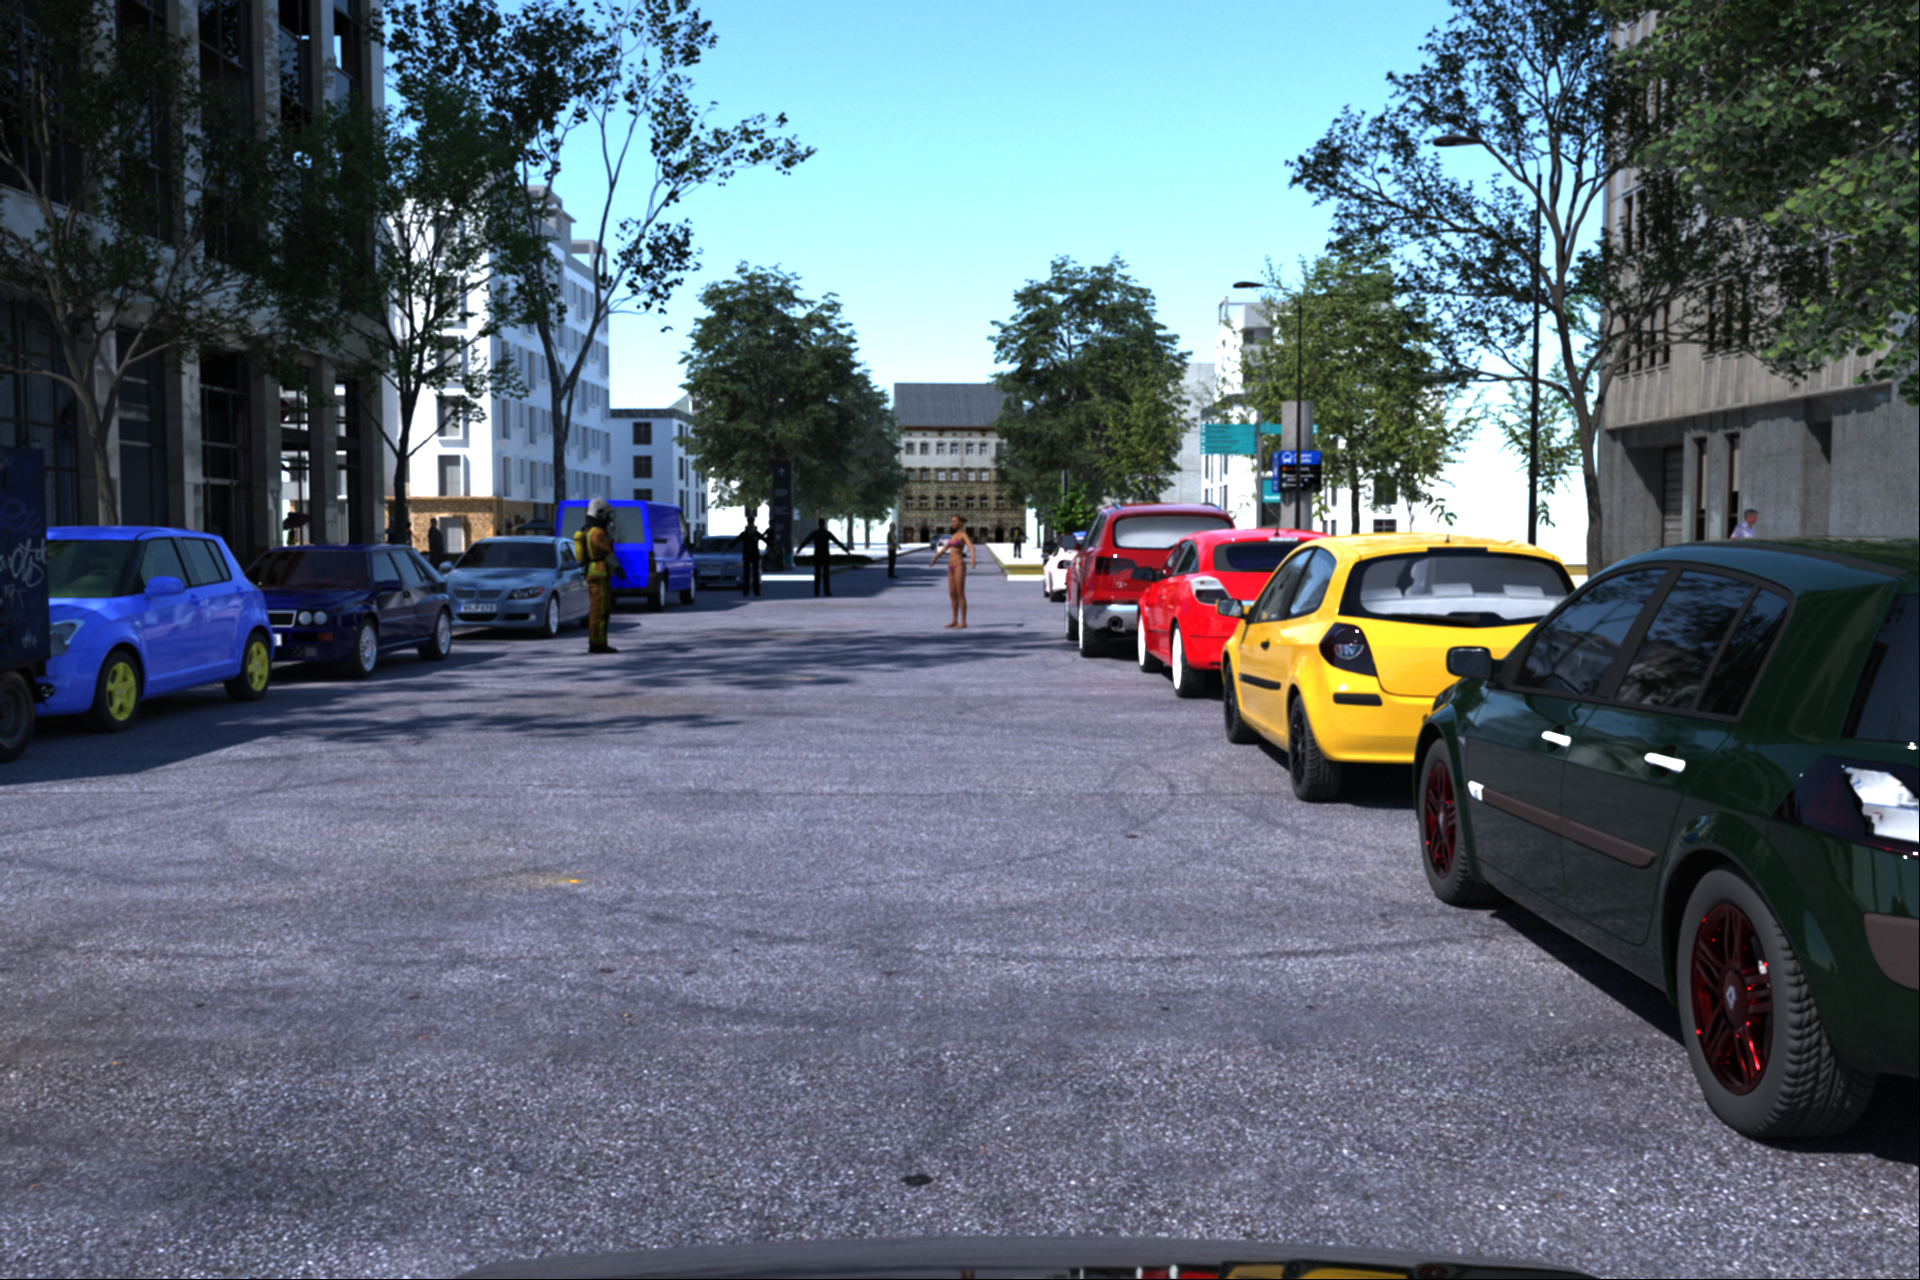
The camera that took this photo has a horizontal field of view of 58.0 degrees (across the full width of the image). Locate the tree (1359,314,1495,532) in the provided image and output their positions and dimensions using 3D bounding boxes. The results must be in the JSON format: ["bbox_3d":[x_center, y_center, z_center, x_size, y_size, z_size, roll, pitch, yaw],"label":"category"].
[{"bbox_3d":[15.169,-6.552,57.480,4.737,8.622,4.395,0,3,0],"label":"tree"}]

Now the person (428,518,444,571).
[{"bbox_3d":[-15.185,-2.670,50.253,0.434,1.755,0.990,0,4,3],"label":"person"}]

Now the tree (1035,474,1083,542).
[{"bbox_3d":[6.669,-10.403,120.444,4.737,8.622,4.395,0,3,0],"label":"tree"}]

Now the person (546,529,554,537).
[{"bbox_3d":[-11.411,-2.357,47.812,0.697,1.427,0.421,0,4,-4],"label":"person"}]

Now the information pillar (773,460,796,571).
[{"bbox_3d":[-6.231,-4.389,61.141,0.750,3.857,0.750,0,4,2],"label":"information pillar"}]

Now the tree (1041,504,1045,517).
[{"bbox_3d":[13.324,-17.987,244.443,4.737,8.622,4.395,0,3,0],"label":"tree"}]

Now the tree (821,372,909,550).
[{"bbox_3d":[-8.673,-14.085,136.945,9.857,13.997,8.962,0,3,0],"label":"tree"}]

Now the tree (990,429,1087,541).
[{"bbox_3d":[6.782,-12.135,132.815,8.767,10.594,7.601,-2,4,-35],"label":"tree"}]

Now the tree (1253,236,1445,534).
[{"bbox_3d":[14.841,-9.079,66.570,7.486,12.596,7.792,0,3,0],"label":"tree"}]

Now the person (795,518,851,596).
[{"bbox_3d":[-3.190,-1.923,40.122,1.346,1.802,0.704,1,4,10],"label":"person"}]

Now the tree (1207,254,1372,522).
[{"bbox_3d":[8.748,-5.771,44.710,4.737,8.622,4.395,0,3,0],"label":"tree"}]

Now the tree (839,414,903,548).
[{"bbox_3d":[-8.805,-14.817,160.380,7.486,12.596,7.792,0,3,0],"label":"tree"}]

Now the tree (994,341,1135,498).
[{"bbox_3d":[7.282,-12.174,109.408,12.009,13.543,11.850,0,3,0],"label":"tree"}]

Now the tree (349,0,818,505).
[{"bbox_3d":[-11.179,-12.002,52.130,12.611,20.169,13.585,0,3,0],"label":"tree"}]

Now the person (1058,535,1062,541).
[{"bbox_3d":[5.381,-5.131,90.167,0.705,1.796,1.348,-1,4,-15],"label":"person"}]

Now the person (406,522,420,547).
[{"bbox_3d":[-24.489,-4.333,76.987,1.345,1.843,0.704,3,5,40],"label":"person"}]

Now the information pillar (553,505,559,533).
[{"bbox_3d":[-10.242,-2.446,44.482,0.304,2.012,0.304,0,4,1],"label":"information pillar"}]

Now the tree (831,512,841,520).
[{"bbox_3d":[-19.984,-19.135,247.268,7.601,10.594,8.767,0,4,-8],"label":"tree"}]

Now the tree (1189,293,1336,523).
[{"bbox_3d":[9.653,-6.235,52.305,4.360,8.622,3.978,0,3,0],"label":"tree"}]

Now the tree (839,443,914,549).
[{"bbox_3d":[-8.118,-13.257,151.156,8.767,10.594,7.601,0,4,2],"label":"tree"}]

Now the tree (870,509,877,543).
[{"bbox_3d":[-12.331,-18.406,251.296,4.360,8.622,3.978,0,3,0],"label":"tree"}]

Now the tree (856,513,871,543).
[{"bbox_3d":[-13.090,-18.047,245.424,4.737,8.622,4.395,0,3,0],"label":"tree"}]

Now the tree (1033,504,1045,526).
[{"bbox_3d":[14.356,-20.411,251.841,7.486,12.596,7.792,0,3,0],"label":"tree"}]

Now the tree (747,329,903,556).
[{"bbox_3d":[-8.212,-11.724,102.054,12.009,13.543,11.850,0,3,0],"label":"tree"}]

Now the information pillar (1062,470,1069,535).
[{"bbox_3d":[3.874,-4.440,63.910,0.184,3.620,1.656,0,4,1],"label":"information pillar"}]

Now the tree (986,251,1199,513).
[{"bbox_3d":[5.817,-10.438,77.320,9.857,13.997,8.962,0,3,0],"label":"tree"}]

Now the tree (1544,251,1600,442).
[{"bbox_3d":[24.022,-8.179,59.476,9.928,11.665,9.643,0,3,0],"label":"tree"}]

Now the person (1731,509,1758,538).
[{"bbox_3d":[13.540,-1.394,29.772,0.756,1.711,0.436,-2,4,-28],"label":"person"}]

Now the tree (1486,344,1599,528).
[{"bbox_3d":[22.677,-7.158,67.399,4.737,8.622,4.395,0,3,0],"label":"tree"}]

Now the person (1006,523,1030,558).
[{"bbox_3d":[3.063,-5.274,92.013,1.354,1.856,0.705,1,4,18],"label":"person"}]

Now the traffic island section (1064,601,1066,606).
[{"bbox_3d":[3.083,-0.700,34.310,1.991,0.108,1.994,0,4,0],"label":"traffic island section"}]

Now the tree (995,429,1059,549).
[{"bbox_3d":[6.844,-12.702,142.095,8.767,10.594,7.601,1,4,10],"label":"tree"}]

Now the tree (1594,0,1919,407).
[{"bbox_3d":[9.192,-6.493,12.810,9.857,13.997,8.962,0,3,0],"label":"tree"}]

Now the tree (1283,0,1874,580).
[{"bbox_3d":[9.327,-5.569,25.468,8.767,10.594,7.601,-1,4,-13],"label":"tree"}]

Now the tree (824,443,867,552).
[{"bbox_3d":[-8.282,-10.469,121.528,4.360,8.622,3.978,0,3,0],"label":"tree"}]

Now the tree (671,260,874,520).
[{"bbox_3d":[-8.640,-10.595,79.882,9.857,13.997,8.962,0,3,0],"label":"tree"}]

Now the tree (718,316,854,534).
[{"bbox_3d":[-9.341,-10.561,90.799,7.486,12.596,7.792,0,3,0],"label":"tree"}]

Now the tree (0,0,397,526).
[{"bbox_3d":[-12.357,-5.536,24.922,8.767,10.594,7.601,-3,5,-44],"label":"tree"}]

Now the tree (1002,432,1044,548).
[{"bbox_3d":[6.943,-14.007,154.772,9.928,11.665,9.643,0,3,0],"label":"tree"}]

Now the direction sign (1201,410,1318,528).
[{"bbox_3d":[6.455,-2.945,36.921,2.525,3.948,1.411,0,4,1],"label":"direction sign"}]

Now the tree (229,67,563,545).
[{"bbox_3d":[-12.597,-6.931,39.080,9.928,11.665,9.643,0,3,0],"label":"tree"}]

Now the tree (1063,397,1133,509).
[{"bbox_3d":[6.399,-8.419,88.013,4.360,8.622,3.978,0,3,0],"label":"tree"}]

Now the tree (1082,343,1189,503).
[{"bbox_3d":[6.914,-7.066,65.884,4.737,8.622,4.395,0,3,0],"label":"tree"}]
